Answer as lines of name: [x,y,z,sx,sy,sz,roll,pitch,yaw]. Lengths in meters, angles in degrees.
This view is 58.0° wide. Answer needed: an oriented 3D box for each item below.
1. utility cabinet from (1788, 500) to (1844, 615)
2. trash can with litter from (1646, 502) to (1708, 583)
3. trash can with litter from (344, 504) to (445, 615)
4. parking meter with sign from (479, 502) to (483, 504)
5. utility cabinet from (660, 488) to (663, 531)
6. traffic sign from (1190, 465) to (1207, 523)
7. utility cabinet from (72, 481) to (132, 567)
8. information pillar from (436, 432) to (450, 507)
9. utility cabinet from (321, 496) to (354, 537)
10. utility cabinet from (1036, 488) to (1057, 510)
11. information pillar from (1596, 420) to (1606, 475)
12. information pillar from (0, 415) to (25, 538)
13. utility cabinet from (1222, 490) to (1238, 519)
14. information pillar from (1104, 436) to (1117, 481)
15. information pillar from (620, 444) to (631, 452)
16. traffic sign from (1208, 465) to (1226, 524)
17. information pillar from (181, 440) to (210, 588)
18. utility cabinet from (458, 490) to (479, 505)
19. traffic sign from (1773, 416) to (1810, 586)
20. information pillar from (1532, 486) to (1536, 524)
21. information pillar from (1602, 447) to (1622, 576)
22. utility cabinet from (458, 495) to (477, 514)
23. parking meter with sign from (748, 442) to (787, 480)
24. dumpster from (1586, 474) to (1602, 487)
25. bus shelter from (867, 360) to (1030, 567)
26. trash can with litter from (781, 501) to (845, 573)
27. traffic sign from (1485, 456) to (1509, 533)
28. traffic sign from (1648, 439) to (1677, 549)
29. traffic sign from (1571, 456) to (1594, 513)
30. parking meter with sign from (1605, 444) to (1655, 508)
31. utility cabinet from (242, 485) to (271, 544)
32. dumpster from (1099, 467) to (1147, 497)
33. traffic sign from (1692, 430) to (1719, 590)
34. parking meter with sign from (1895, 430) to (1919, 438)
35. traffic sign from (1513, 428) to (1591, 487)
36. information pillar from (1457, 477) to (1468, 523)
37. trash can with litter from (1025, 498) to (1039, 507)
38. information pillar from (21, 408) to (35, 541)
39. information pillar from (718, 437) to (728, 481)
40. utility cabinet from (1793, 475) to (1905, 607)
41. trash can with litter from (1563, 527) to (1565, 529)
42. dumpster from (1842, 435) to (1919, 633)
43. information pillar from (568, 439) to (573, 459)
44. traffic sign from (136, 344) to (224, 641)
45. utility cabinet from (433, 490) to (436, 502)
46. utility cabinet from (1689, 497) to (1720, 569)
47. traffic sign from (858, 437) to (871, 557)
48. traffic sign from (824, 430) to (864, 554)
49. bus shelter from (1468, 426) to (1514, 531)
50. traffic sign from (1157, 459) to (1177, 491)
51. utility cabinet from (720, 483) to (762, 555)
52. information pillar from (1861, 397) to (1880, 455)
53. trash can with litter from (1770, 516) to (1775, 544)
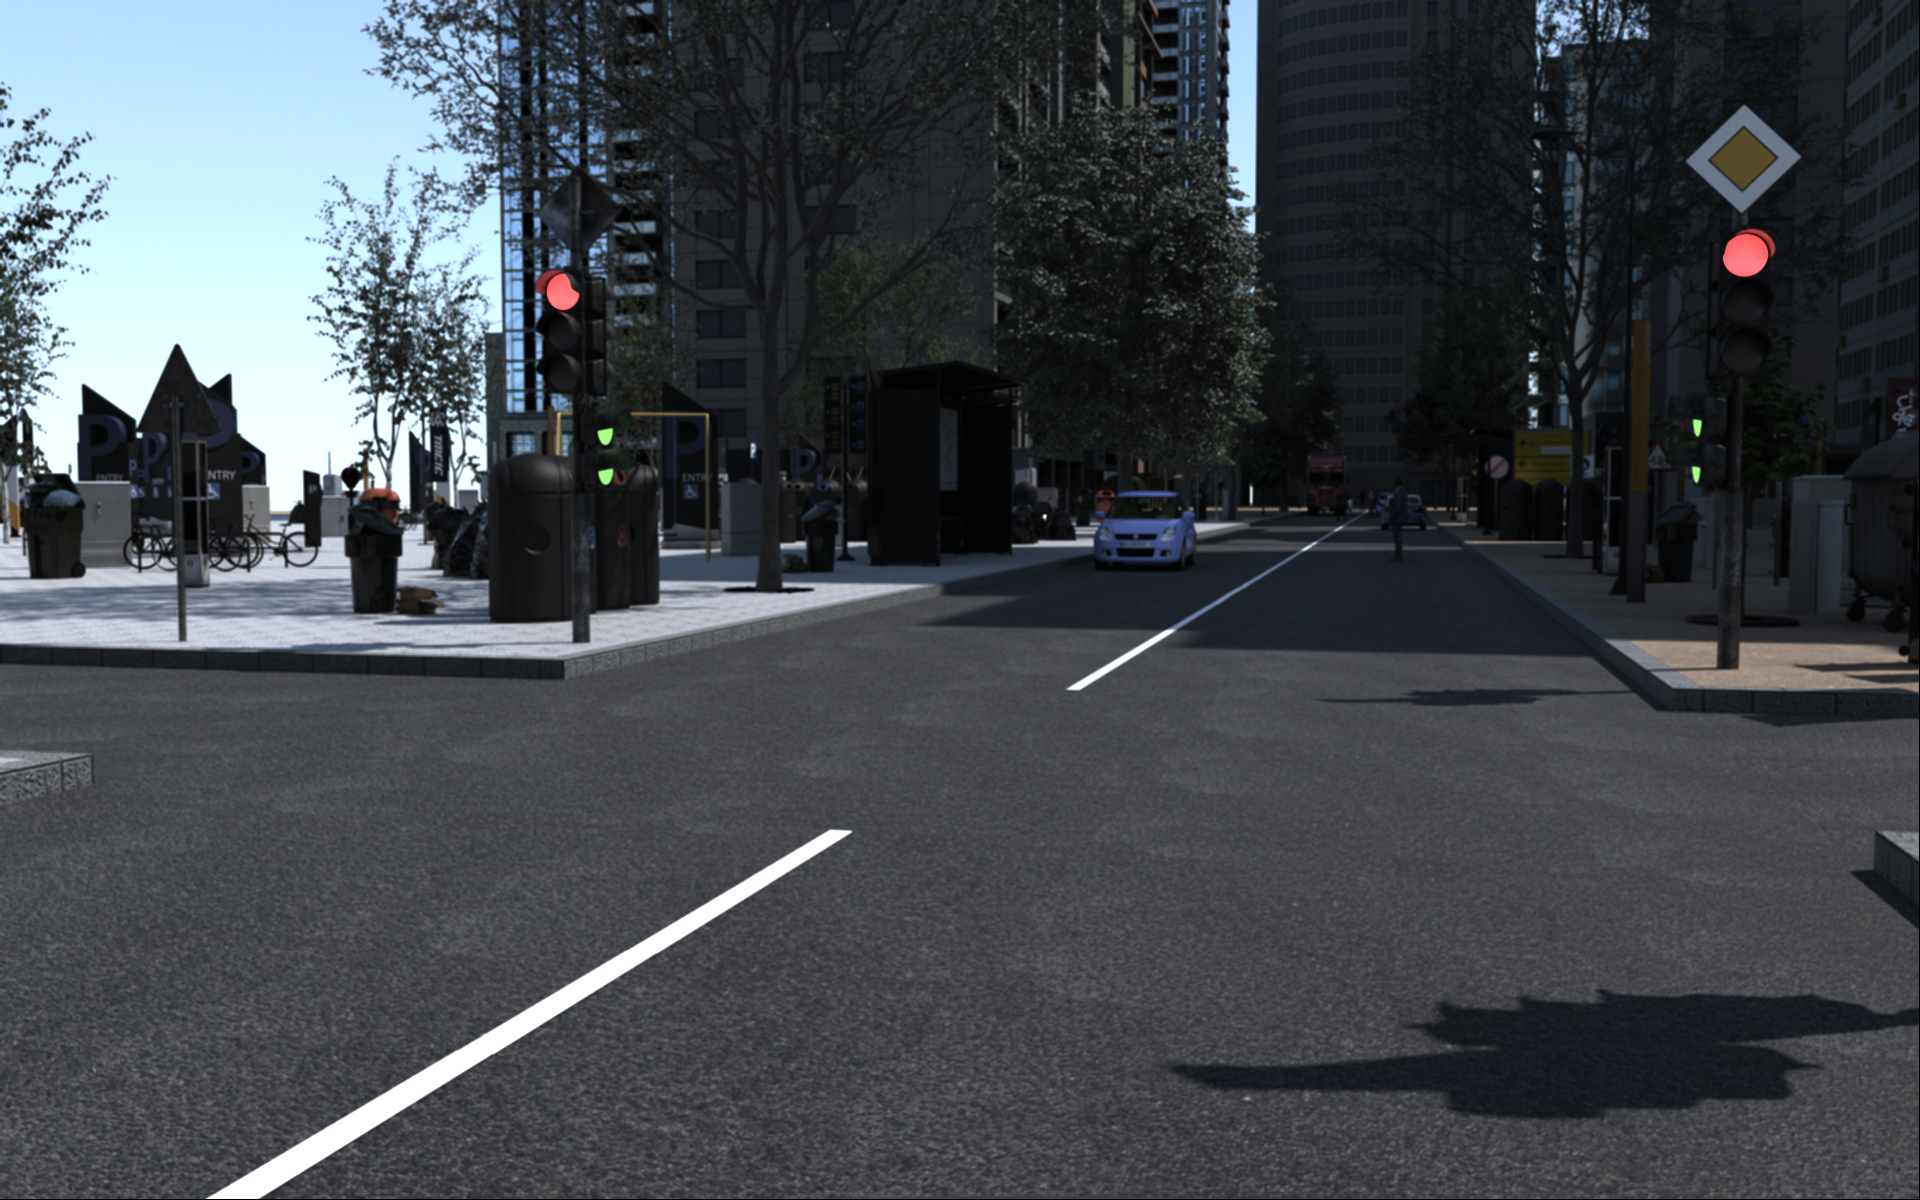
utility cabinet: [9.254,-0.464,18.742,0.306,1.237,1.020,3,5,40]
trash can with litter: [10.257,-0.839,25.108,1.055,1.170,0.624,-2,4,-30]
trash can with litter: [-6.089,-0.447,18.702,1.055,1.170,0.624,1,4,14]
parking meter with sign: [-24.510,-5.800,91.096,1.738,3.016,0.543,-3,5,-44]
utility cabinet: [-9.930,-3.086,59.134,0.318,1.500,1.173,0,4,8]
traffic sign: [10.481,-4.662,76.327,0.768,2.556,0.104,1,4,17]
utility cabinet: [-15.042,-1.308,30.068,1.173,1.500,0.318,-2,4,-25]
information pillar: [-18.235,-4.268,61.131,0.504,3.616,0.183,-1,4,-12]
utility cabinet: [-18.600,-2.472,51.584,1.020,1.237,0.306,-1,4,-21]
utility cabinet: [2.681,-3.081,59.057,1.173,1.500,0.318,-1,4,-12]
information pillar: [20.295,-3.887,54.907,0.183,3.616,0.504,3,5,44]
information pillar: [-28.018,-3.652,51.068,0.504,3.616,0.183,0,4,-7]
utility cabinet: [13.604,-4.809,87.309,0.318,1.500,1.173,2,4,33]
information pillar: [5.473,-4.380,62.964,0.504,3.616,0.183,-1,4,-13]
information pillar: [-15.189,-5.336,78.598,0.504,3.616,0.183,0,4,-6]
traffic sign: [11.174,-4.604,75.377,0.768,2.556,0.104,1,4,17]
information pillar: [-10.506,-1.176,23.723,0.304,2.012,0.304,0,4,-3]
utility cabinet: [-25.438,-4.932,89.309,1.173,1.500,0.318,-1,4,-15]
traffic sign: [11.452,-1.474,24.213,0.768,2.556,0.104,1,4,23]
information pillar: [20.584,-4.341,62.325,0.504,3.616,0.183,-2,4,-33]
information pillar: [10.262,-1.384,27.124,0.304,2.012,0.304,1,4,10]
utility cabinet: [-23.527,-4.358,82.422,1.020,1.237,0.306,-1,4,-9]
parking meter with sign: [-6.227,-3.798,58.363,1.738,3.016,0.543,1,4,15]
dumpster: [18.427,-2.680,49.571,1.264,1.857,1.865,1,4,14]
bus shelter: [-0.119,-2.594,33.699,1.731,3.624,6.357,1,4,14]
trash can with litter: [-2.448,-1.038,28.357,1.055,1.170,0.624,-3,5,-42]
traffic sign: [17.785,-3.506,57.423,0.768,2.556,0.104,1,4,22]
traffic sign: [16.352,-2.488,40.676,0.884,2.594,0.081,1,4,16]
traffic sign: [16.256,-2.639,45.277,0.606,2.300,0.079,1,4,16]
parking meter with sign: [23.391,-3.925,60.436,1.738,3.016,0.543,-1,4,-17]
utility cabinet: [-18.165,-2.163,44.045,0.318,1.500,1.173,3,5,40]
dumpster: [5.793,-3.610,61.512,1.502,2.255,1.985,1,4,14]
traffic sign: [10.137,-1.348,23.218,0.795,2.450,0.064,1,4,20]
parking meter with sign: [11.677,-1.508,20.924,0.543,3.016,1.738,0,4,0]
traffic sign: [18.474,-3.685,54.123,2.265,3.308,0.079,1,4,21]
information pillar: [22.029,-4.370,75.946,0.304,2.012,0.304,-2,4,-24]
trash can with litter: [2.420,-2.461,51.628,1.055,1.170,0.624,2,4,28]
information pillar: [-25.530,-3.433,47.486,0.183,3.616,0.504,0,4,-6]
information pillar: [-9.652,-4.850,70.645,0.504,3.616,0.183,3,5,39]
utility cabinet: [10.181,-0.683,19.840,0.318,1.500,1.173,-3,5,-42]
trash can with litter: [21.598,-2.999,60.422,1.055,1.170,0.624,-2,4,-29]
dumpster: [9.296,-0.657,16.495,1.264,1.857,1.865,1,4,14]
information pillar: [-15.613,-4.799,69.819,0.504,3.616,0.183,3,5,43]
traffic sign: [-6.774,-0.918,15.018,0.884,2.594,0.081,1,4,16]
utility cabinet: [-25.388,-4.593,83.782,1.173,1.500,0.318,-3,5,-44]
utility cabinet: [12.815,-1.147,29.912,0.306,1.237,1.020,2,4,33]
traffic sign: [-1.821,-2.147,35.114,0.884,2.594,0.081,2,4,24]
traffic sign: [-2.356,-2.142,35.029,0.884,2.594,0.081,1,4,21]
bus shelter: [19.455,-4.382,62.921,1.731,3.624,6.357,1,4,14]
traffic sign: [7.582,-3.890,63.708,0.768,2.556,0.104,2,4,24]
utility cabinet: [-4.474,-1.679,36.124,0.318,1.500,1.173,3,4,38]
information pillar: [22.096,-3.102,42.071,0.183,3.616,0.504,-1,4,-12]
trash can with litter: [13.249,-0.958,27.054,1.055,1.170,0.624,1,4,17]
